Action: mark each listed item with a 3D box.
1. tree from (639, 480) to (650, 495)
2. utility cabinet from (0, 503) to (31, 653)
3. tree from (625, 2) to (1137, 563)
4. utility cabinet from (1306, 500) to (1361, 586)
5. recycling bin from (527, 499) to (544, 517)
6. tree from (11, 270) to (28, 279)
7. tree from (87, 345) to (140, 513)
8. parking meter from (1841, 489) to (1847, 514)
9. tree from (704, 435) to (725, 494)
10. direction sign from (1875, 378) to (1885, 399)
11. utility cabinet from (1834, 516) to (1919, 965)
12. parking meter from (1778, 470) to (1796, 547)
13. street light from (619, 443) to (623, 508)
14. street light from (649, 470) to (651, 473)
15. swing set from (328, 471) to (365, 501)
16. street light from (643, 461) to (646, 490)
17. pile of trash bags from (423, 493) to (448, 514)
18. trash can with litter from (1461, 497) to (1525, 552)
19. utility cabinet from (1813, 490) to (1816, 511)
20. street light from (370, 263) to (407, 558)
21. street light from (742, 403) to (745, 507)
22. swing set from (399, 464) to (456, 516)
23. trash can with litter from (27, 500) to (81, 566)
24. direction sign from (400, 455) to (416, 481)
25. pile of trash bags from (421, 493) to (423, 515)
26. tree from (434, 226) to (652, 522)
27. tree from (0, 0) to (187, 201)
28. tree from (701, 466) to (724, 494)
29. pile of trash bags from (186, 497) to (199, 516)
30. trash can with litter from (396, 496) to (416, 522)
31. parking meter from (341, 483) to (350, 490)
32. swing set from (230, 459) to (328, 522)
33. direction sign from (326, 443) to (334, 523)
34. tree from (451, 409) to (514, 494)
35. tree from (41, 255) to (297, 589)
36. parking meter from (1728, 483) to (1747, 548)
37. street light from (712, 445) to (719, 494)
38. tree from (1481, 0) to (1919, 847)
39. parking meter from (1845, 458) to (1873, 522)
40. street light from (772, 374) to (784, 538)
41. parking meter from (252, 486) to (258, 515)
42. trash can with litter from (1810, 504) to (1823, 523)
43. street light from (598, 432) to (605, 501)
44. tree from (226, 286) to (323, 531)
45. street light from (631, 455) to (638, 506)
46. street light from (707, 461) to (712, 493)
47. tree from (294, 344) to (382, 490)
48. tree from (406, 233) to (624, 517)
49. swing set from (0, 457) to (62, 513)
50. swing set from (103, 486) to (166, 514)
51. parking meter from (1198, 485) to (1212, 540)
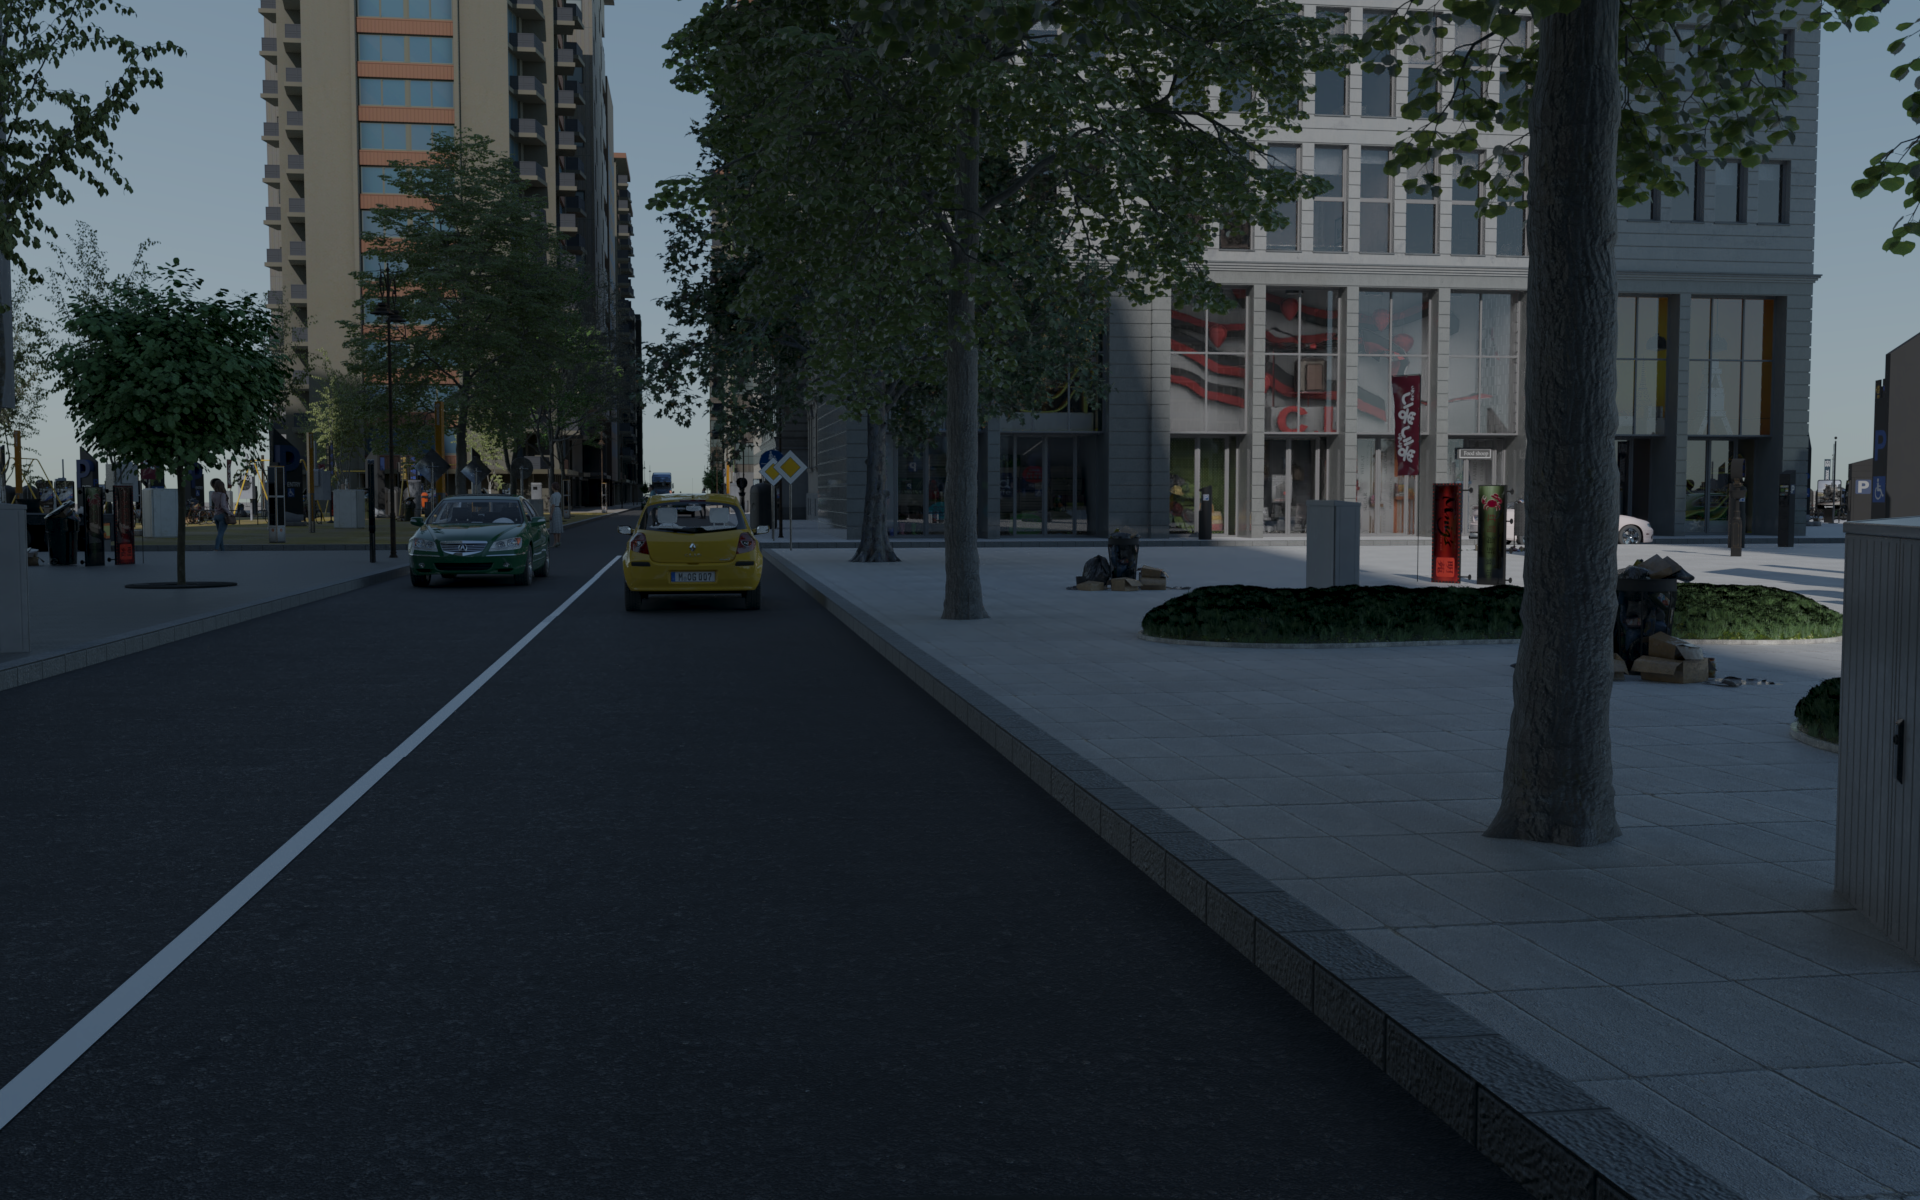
[{"bbox_3d":[-44.623,-15.375,245.980,1.663,3.219,1.824,0,3,0],"label":"tree"},{"bbox_3d":[-7.954,-0.198,14.406,0.306,1.237,1.020,-2,4,-34],"label":"utility cabinet"},{"bbox_3d":[-1.496,-7.071,32.612,9.611,12.733,9.660,0,3,0],"label":"tree"},{"bbox_3d":[3.970,-0.445,18.438,0.306,1.237,1.020,0,4,-5],"label":"utility cabinet"},{"bbox_3d":[-20.887,-4.443,85.193,0.722,1.027,0.722,-1,4,-20],"label":"recycling bin"},{"bbox_3d":[-28.128,-6.060,49.441,4.360,8.622,3.978,0,3,0],"label":"tree"},{"bbox_3d":[-38.705,-7.898,79.498,4.360,8.622,3.978,0,3,0],"label":"tree"},{"bbox_3d":[47.250,-5.140,92.442,0.372,1.533,0.369,0,3,0],"label":"parking meter"},{"bbox_3d":[-29.642,-16.083,213.317,4.360,8.622,3.978,0,3,0],"label":"tree"},{"bbox_3d":[18.141,-2.579,34.170,0.379,3.537,0.876,1,4,14],"label":"direction sign"},{"bbox_3d":[2.843,0.373,5.065,0.306,1.237,1.020,1,4,14],"label":"utility cabinet"},{"bbox_3d":[19.998,-2.213,41.896,0.399,1.863,0.255,-3,5,-41],"label":"parking meter"},{"bbox_3d":[-30.714,-11.281,157.238,0.468,5.910,1.993,-1,4,-9],"label":"street light"},{"bbox_3d":[-49.269,-18.504,275.320,0.468,5.910,1.993,-1,4,-9],"label":"street light"},{"bbox_3d":[-40.488,-7.254,116.226,3.119,2.851,2.862,0,4,7],"label":"swing set"},{"bbox_3d":[-43.575,-16.304,239.364,0.468,5.910,1.993,-1,4,-9],"label":"street light"},{"bbox_3d":[-28.930,-5.523,100.061,1.912,1.369,3.447,1,4,22],"label":"pile of trash bags"},{"bbox_3d":[12.344,-1.713,39.064,2.233,1.210,1.678,0,4,8],"label":"trash can with litter"},{"bbox_3d":[52.516,-5.910,105.305,0.318,1.500,1.173,-3,5,-39],"label":"utility cabinet"},{"bbox_3d":[-11.439,-3.792,34.792,0.468,5.910,1.993,-1,4,-9],"label":"street light"},{"bbox_3d":[-10.751,-6.924,86.001,0.468,5.910,1.993,-1,4,-9],"label":"street light"},{"bbox_3d":[-27.704,-5.687,90.606,3.119,2.851,2.862,0,4,-4],"label":"swing set"},{"bbox_3d":[-16.392,-1.206,31.111,1.055,1.170,0.624,-2,4,-30],"label":"trash can with litter"},{"bbox_3d":[-32.208,-6.676,101.148,0.876,3.537,0.379,-1,4,-11],"label":"direction sign"},{"bbox_3d":[-33.379,-5.987,107.644,1.912,1.369,3.447,-1,4,-22],"label":"pile of trash bags"},{"bbox_3d":[-18.981,-10.366,79.859,12.009,13.543,11.850,0,3,0],"label":"tree"},{"bbox_3d":[-10.340,-4.129,17.875,4.737,8.622,4.395,0,3,0],"label":"tree"},{"bbox_3d":[-29.035,-13.514,204.675,4.285,4.588,4.351,0,3,0],"label":"tree"},{"bbox_3d":[-42.955,-5.161,94.130,3.447,1.369,1.912,0,4,8],"label":"pile of trash bags"},{"bbox_3d":[-25.943,-4.253,80.916,1.055,1.170,0.624,2,4,27],"label":"trash can with litter"},{"bbox_3d":[-31.052,-5.002,87.487,0.255,1.863,0.399,3,5,44],"label":"parking meter"},{"bbox_3d":[-31.084,-4.957,78.666,3.119,2.851,2.862,1,4,20],"label":"swing set"},{"bbox_3d":[-27.829,-5.172,76.552,0.379,3.537,0.876,-3,4,-38],"label":"direction sign"},{"bbox_3d":[-30.855,-9.952,113.081,4.737,8.622,4.395,0,3,0],"label":"tree"},{"bbox_3d":[-10.858,-2.457,23.887,4.285,4.588,4.351,0,3,0],"label":"tree"},{"bbox_3d":[18.466,-2.003,41.162,0.372,1.533,0.369,0,3,0],"label":"parking meter"},{"bbox_3d":[-22.627,-11.529,161.284,0.468,5.910,1.993,-1,4,-9],"label":"street light"},{"bbox_3d":[2.178,-5.410,6.586,7.486,12.596,7.792,0,3,0],"label":"tree"},{"bbox_3d":[14.432,-1.350,27.792,0.399,1.863,0.255,1,4,15],"label":"parking meter"},{"bbox_3d":[-5.270,-4.770,50.782,0.468,5.910,1.993,-1,4,-9],"label":"street light"},{"bbox_3d":[-43.205,-6.136,106.034,0.399,1.863,0.255,0,4,3],"label":"parking meter"},{"bbox_3d":[35.876,-3.777,73.137,1.055,1.170,0.624,2,4,30],"label":"trash can with litter"},{"bbox_3d":[-25.242,-9.134,122.126,0.468,5.910,1.993,-1,4,-9],"label":"street light"},{"bbox_3d":[-24.444,-6.738,60.534,4.360,8.622,3.978,0,3,0],"label":"tree"},{"bbox_3d":[-36.441,-13.481,193.208,0.468,5.910,1.993,-1,4,-9],"label":"street light"},{"bbox_3d":[-28.085,-13.677,196.399,0.468,5.910,1.993,-1,4,-9],"label":"street light"},{"bbox_3d":[-29.571,-8.138,83.424,4.737,8.622,4.395,0,3,0],"label":"tree"},{"bbox_3d":[-17.856,-8.736,68.594,9.928,11.665,9.643,0,3,0],"label":"tree"},{"bbox_3d":[-40.367,-4.712,74.668,2.862,2.851,3.119,-1,4,-10],"label":"swing set"},{"bbox_3d":[-48.824,-6.431,102.770,2.862,2.851,3.119,1,4,22],"label":"swing set"},{"bbox_3d":[6.885,-2.459,48.609,0.372,1.533,0.369,0,3,0],"label":"parking meter"}]
